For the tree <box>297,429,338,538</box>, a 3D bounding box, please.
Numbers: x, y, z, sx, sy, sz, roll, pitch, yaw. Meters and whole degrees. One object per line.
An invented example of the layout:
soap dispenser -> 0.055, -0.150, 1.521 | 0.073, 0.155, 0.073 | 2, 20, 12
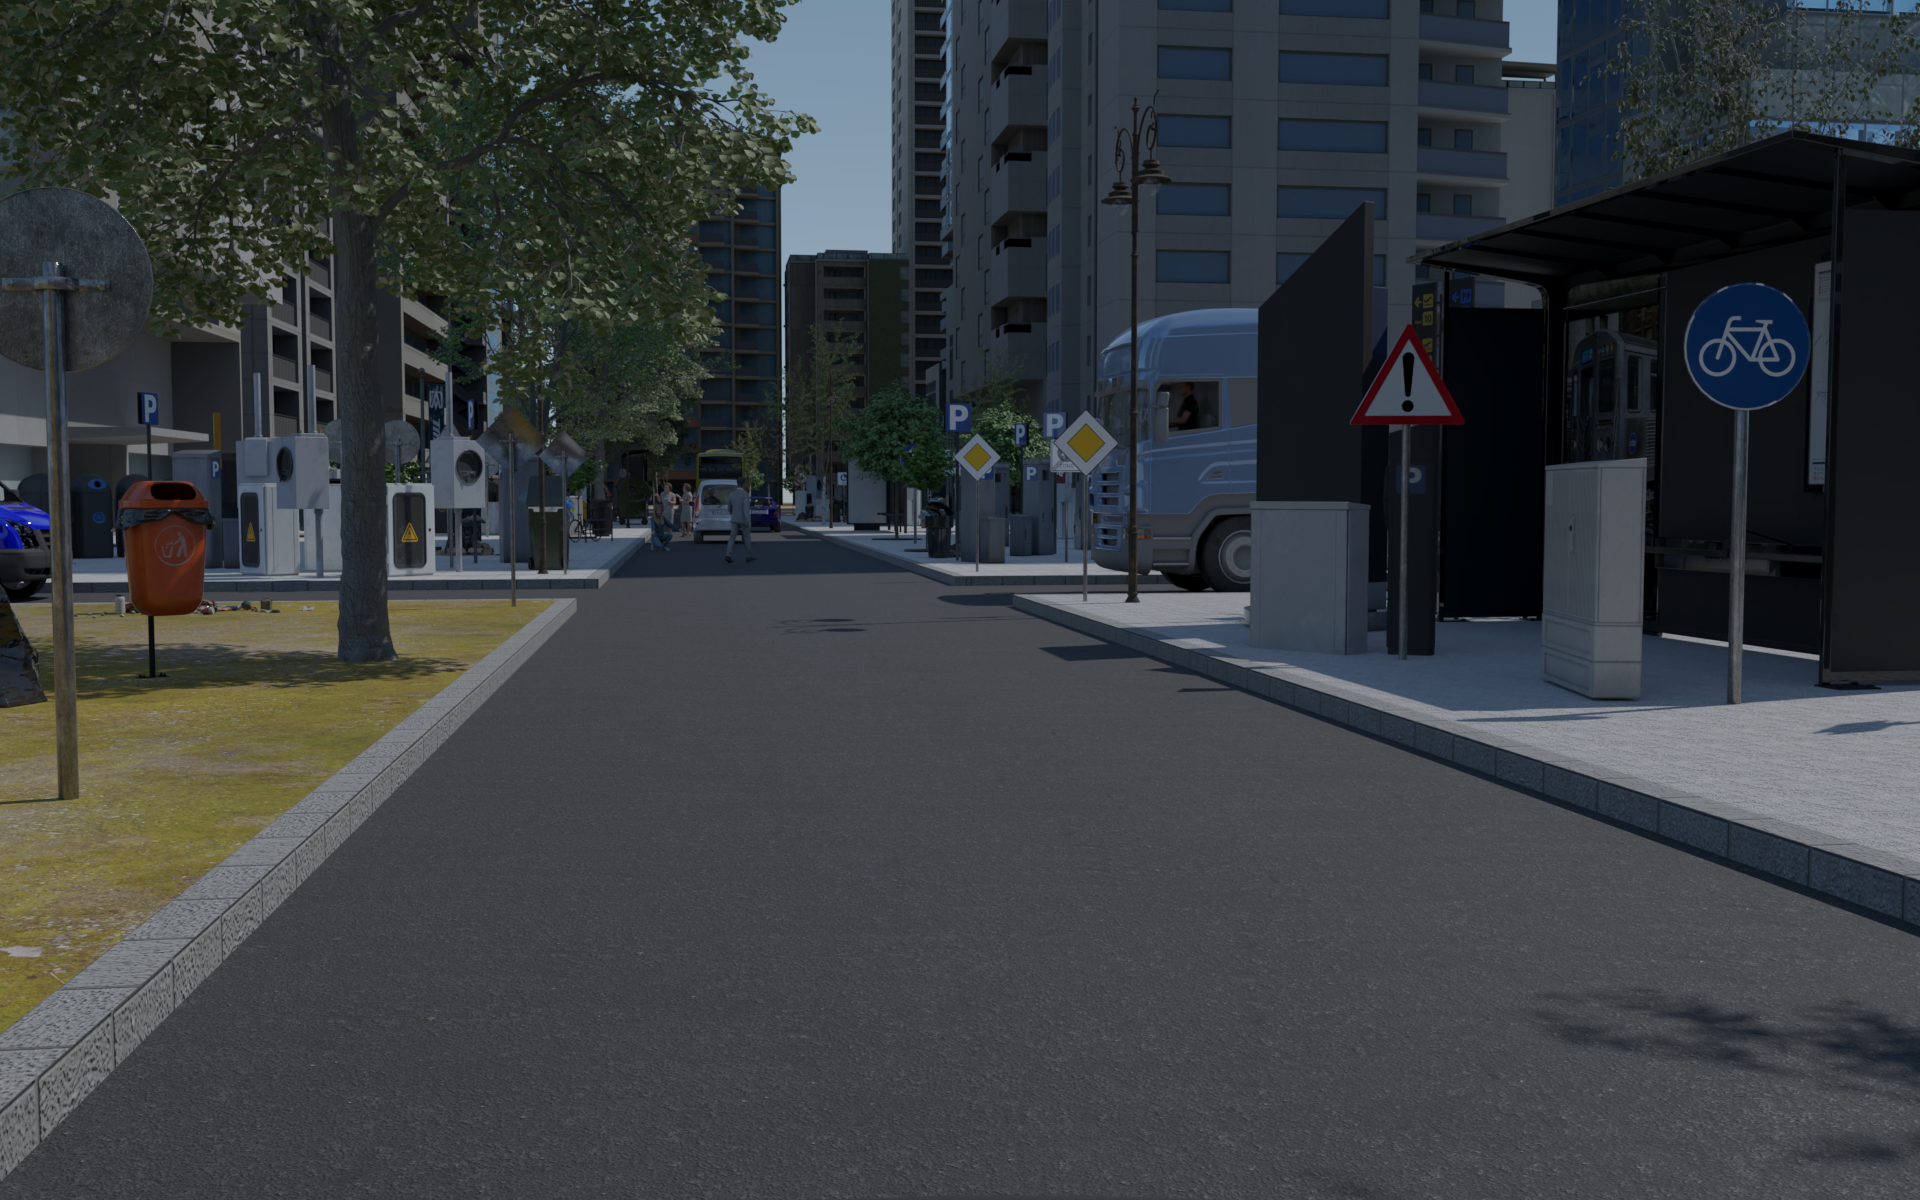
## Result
tree -> -19.582, -3.470, 51.334 | 1.663, 3.219, 1.824 | 0, 3, 0

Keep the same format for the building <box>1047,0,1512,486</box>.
building -> 15.292, -33.616, 91.622 | 21.231, 58.520, 28.212 | -1, 4, -9

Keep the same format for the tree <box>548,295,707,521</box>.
tree -> -15.902, -8.949, 80.723 | 7.601, 10.594, 8.767 | 1, 4, 17

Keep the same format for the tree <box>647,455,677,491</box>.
tree -> -28.757, -13.326, 168.237 | 4.360, 8.622, 3.978 | 0, 3, 0

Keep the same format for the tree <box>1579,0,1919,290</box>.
tree -> 8.818, -4.215, 19.284 | 4.360, 8.622, 3.978 | 0, 3, 0

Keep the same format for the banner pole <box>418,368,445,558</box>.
banner pole -> -10.552, -2.726, 34.591 | 0.401, 3.779, 0.863 | 2, 4, 26

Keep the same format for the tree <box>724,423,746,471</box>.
tree -> -20.797, -13.422, 169.817 | 4.737, 8.622, 4.395 | 0, 3, 0

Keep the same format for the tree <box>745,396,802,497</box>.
tree -> -14.162, -10.965, 129.641 | 4.360, 8.622, 3.978 | 0, 3, 0

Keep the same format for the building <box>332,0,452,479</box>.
building -> -44.553, -29.650, 108.473 | 21.300, 48.544, 21.600 | -1, 4, -9

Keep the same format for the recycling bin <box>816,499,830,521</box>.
recycling bin -> -6.454, -4.286, 82.630 | 0.722, 1.027, 0.722 | 1, 4, 9

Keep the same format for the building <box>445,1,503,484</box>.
building -> -48.394, -30.694, 151.955 | 14.200, 45.320, 14.600 | -1, 4, -9

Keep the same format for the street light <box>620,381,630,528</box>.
street light -> -12.522, -5.650, 65.167 | 0.468, 5.910, 1.993 | -1, 4, -9

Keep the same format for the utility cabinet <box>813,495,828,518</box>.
utility cabinet -> -7.706, -5.087, 94.338 | 1.020, 1.237, 0.306 | 1, 4, 12

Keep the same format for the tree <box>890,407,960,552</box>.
tree -> -0.801, -2.693, 38.636 | 1.663, 3.219, 1.824 | 0, 3, 0

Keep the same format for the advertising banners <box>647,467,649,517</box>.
advertising banners -> -17.835, -6.283, 98.909 | 0.090, 3.025, 2.074 | -1, 4, -11

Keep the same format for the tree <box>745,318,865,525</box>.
tree -> -5.834, -7.449, 72.149 | 4.737, 8.622, 4.395 | 0, 3, 0

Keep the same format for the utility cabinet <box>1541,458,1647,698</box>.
utility cabinet -> 4.085, -0.157, 11.245 | 0.318, 1.500, 1.173 | 0, 4, 4

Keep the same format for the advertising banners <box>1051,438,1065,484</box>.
advertising banners -> 3.297, -3.016, 45.501 | 2.074, 3.025, 0.090 | -1, 4, -18

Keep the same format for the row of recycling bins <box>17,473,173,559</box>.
row of recycling bins -> -17.082, -1.702, 34.939 | 1.069, 1.692, 3.534 | 3, 5, 42

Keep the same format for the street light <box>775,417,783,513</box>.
street light -> -10.676, -7.933, 102.494 | 0.468, 5.910, 1.993 | -1, 4, -9

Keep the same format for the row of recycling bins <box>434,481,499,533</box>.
row of recycling bins -> -15.730, -3.018, 56.451 | 3.534, 1.692, 1.069 | 2, 4, 26

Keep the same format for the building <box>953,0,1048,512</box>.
building -> 14.666, -32.596, 122.181 | 28.713, 52.752, 27.495 | -1, 4, -9

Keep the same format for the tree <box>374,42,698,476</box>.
tree -> -9.859, -7.013, 40.419 | 9.928, 11.665, 9.643 | 0, 3, 0

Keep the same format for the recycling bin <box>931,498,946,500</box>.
recycling bin -> -1.300, -5.404, 100.905 | 0.722, 1.027, 0.722 | 2, 4, 33

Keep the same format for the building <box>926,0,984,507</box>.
building -> 6.626, -51.268, 150.902 | 22.319, 86.520, 31.000 | -1, 4, -9

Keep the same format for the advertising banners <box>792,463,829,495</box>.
advertising banners -> -8.483, -6.230, 98.048 | 2.074, 3.025, 0.090 | 0, 4, 2

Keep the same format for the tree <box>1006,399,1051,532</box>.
tree -> 1.643, -4.650, 59.737 | 4.285, 4.588, 4.351 | 0, 3, 0

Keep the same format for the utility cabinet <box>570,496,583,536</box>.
utility cabinet -> -12.096, -2.567, 53.140 | 1.020, 1.237, 0.306 | -3, 4, -38

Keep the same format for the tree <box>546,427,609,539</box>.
tree -> -11.170, -3.390, 50.033 | 1.663, 3.219, 1.824 | 0, 3, 0

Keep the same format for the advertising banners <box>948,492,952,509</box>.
advertising banners -> 0.185, -6.362, 100.211 | 2.074, 3.025, 0.090 | 2, 4, 29

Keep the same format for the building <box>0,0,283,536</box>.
building -> -37.993, -28.410, 53.742 | 28.713, 52.752, 27.495 | -1, 4, -9

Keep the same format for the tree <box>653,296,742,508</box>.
tree -> -26.614, -18.413, 156.937 | 12.611, 20.169, 13.585 | 0, 3, 0

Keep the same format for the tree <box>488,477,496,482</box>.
tree -> -20.684, -4.859, 74.042 | 1.663, 3.219, 1.824 | 0, 3, 0

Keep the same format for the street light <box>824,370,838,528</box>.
street light -> -4.819, -5.614, 64.572 | 0.468, 5.910, 1.993 | -1, 4, -9

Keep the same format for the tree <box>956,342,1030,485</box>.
tree -> 1.566, -8.121, 83.139 | 4.737, 8.622, 4.395 | 0, 3, 0

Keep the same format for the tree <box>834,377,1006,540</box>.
tree -> -1.694, -3.960, 48.464 | 4.285, 4.588, 4.351 | 0, 3, 0

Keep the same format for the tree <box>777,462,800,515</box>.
tree -> -10.059, -6.773, 105.341 | 1.663, 3.219, 1.824 | 0, 3, 0

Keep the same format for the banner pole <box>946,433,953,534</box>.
banner pole -> -0.649, -4.034, 55.980 | 0.863, 3.779, 0.401 | -1, 4, -10

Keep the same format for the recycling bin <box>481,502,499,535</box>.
recycling bin -> -14.864, -2.576, 54.676 | 0.722, 1.027, 0.722 | 1, 4, 10

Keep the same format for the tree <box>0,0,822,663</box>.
tree -> -5.047, -5.808, 13.082 | 7.486, 12.596, 7.792 | 0, 3, 0

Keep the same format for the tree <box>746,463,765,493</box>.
tree -> -21.536, -11.704, 175.070 | 4.285, 4.588, 4.351 | 0, 3, 0

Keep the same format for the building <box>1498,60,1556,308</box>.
building -> 49.204, -29.554, 166.796 | 14.086, 41.232, 14.154 | -1, 4, -9

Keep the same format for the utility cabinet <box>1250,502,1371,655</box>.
utility cabinet -> 2.860, -0.186, 14.208 | 0.306, 1.237, 1.020 | -3, 5, -40

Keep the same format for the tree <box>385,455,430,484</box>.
tree -> -16.882, -3.556, 52.742 | 1.663, 3.219, 1.824 | 0, 3, 0

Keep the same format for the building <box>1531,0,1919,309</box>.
building -> 34.657, -45.474, 56.167 | 31.000, 86.520, 22.319 | -1, 4, -9

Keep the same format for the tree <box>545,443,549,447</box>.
tree -> -23.827, -6.874, 96.108 | 4.285, 4.588, 4.351 | 0, 3, 0
